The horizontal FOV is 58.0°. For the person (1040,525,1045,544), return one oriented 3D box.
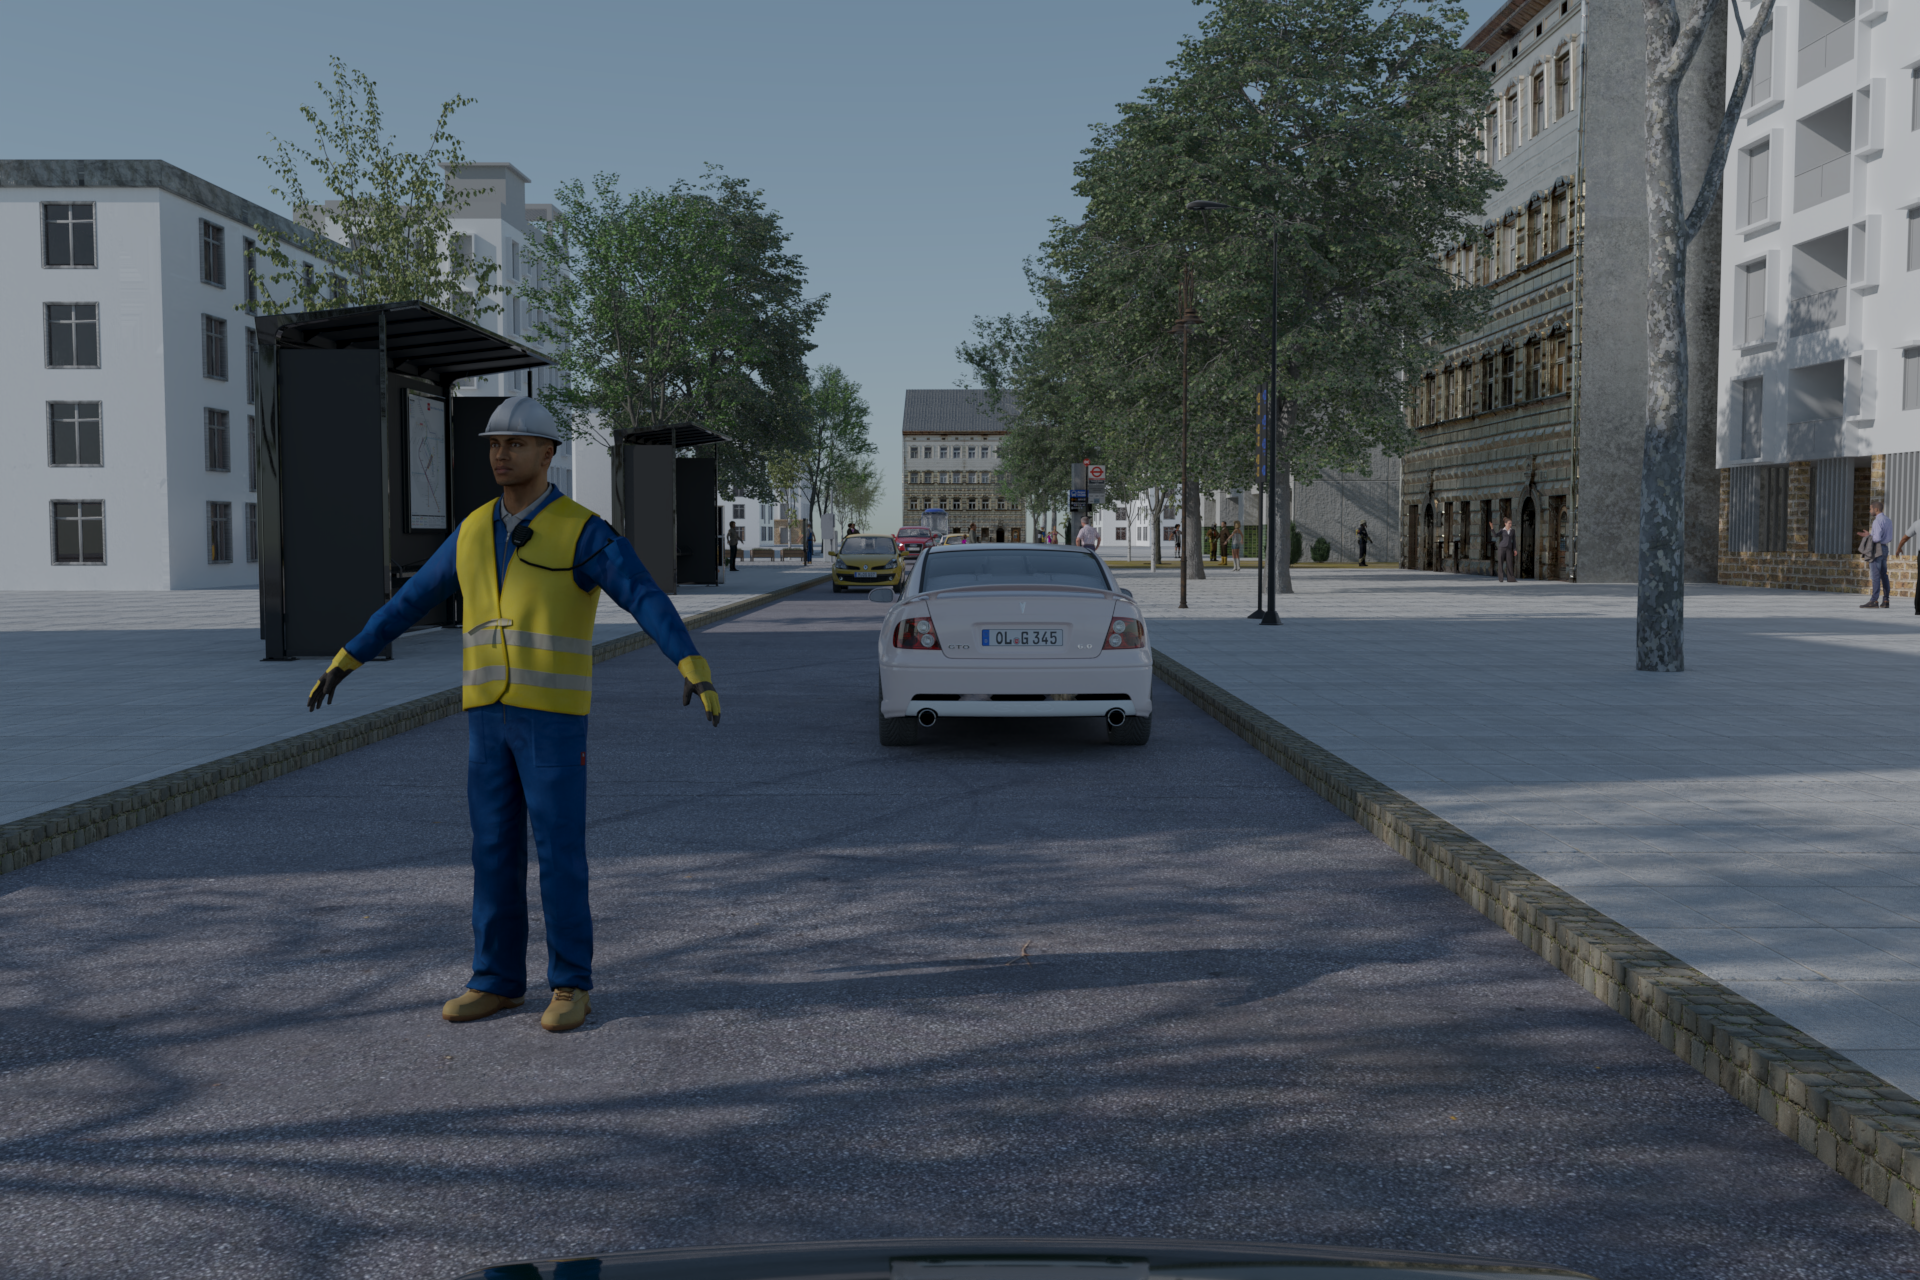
[{"bbox_3d":[4.271,-5.196,91.421,0.721,1.772,1.216,0,4,-7],"label":"person"}]

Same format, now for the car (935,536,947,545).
[{"bbox_3d":[-0.296,-4.826,91.271,2.083,1.381,4.827,0,4,-1],"label":"car"}]

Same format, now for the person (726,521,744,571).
[{"bbox_3d":[-7.769,-3.246,59.830,0.721,1.744,1.215,1,4,18],"label":"person"}]

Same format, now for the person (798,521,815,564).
[{"bbox_3d":[-6.542,-4.194,74.422,0.705,1.847,1.347,2,4,27],"label":"person"}]

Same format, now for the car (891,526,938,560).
[{"bbox_3d":[-2.177,-4.543,82.951,2.281,1.827,5.304,0,4,0],"label":"car"}]

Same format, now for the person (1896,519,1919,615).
[{"bbox_3d":[15.280,-1.314,27.275,0.704,1.855,1.343,-1,4,-22],"label":"person"}]

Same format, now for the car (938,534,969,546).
[{"bbox_3d":[0.038,-3.986,75.400,2.015,1.641,3.980,0,4,0],"label":"car"}]

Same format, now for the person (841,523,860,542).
[{"bbox_3d":[-5.165,-4.741,83.745,1.346,1.802,0.704,2,4,35],"label":"person"}]

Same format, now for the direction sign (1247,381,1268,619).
[{"bbox_3d":[4.555,-2.092,26.209,0.379,3.537,0.876,0,4,0],"label":"direction sign"}]

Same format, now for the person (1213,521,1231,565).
[{"bbox_3d":[10.819,-3.977,71.155,0.704,1.812,1.346,-1,4,-19],"label":"person"}]

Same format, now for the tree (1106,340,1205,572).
[{"bbox_3d":[6.605,-6.592,58.145,4.737,8.622,4.395,0,3,0],"label":"tree"}]

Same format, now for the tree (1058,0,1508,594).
[{"bbox_3d":[6.774,-7.978,37.100,9.857,13.997,8.962,0,3,0],"label":"tree"}]

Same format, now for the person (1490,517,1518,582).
[{"bbox_3d":[14.367,-2.381,45.775,0.742,1.727,0.445,-2,4,-28],"label":"person"}]

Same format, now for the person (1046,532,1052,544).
[{"bbox_3d":[5.349,-5.705,102.550,0.599,1.433,0.991,-2,4,-32],"label":"person"}]

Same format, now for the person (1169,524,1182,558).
[{"bbox_3d":[11.507,-5.212,91.366,1.345,1.843,0.704,-2,4,-33],"label":"person"}]

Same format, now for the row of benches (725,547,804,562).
[{"bbox_3d":[-9.156,-4.004,80.934,4.104,0.672,1.422,-1,4,-16],"label":"row of benches"}]

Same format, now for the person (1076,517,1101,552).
[{"bbox_3d":[3.164,-2.219,43.254,0.756,1.711,0.436,-2,4,-25],"label":"person"}]

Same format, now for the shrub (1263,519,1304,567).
[{"bbox_3d":[12.475,-3.812,66.743,1.690,2.028,1.600,0,3,0],"label":"shrub"}]

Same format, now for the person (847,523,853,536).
[{"bbox_3d":[-5.157,-4.628,81.846,0.705,1.806,1.347,-1,4,-15],"label":"person"}]

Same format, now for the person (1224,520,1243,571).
[{"bbox_3d":[9.443,-3.243,59.633,0.721,1.753,1.214,3,4,39],"label":"person"}]

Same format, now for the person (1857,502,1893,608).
[{"bbox_3d":[15.794,-1.474,30.018,0.709,1.838,0.599,-3,5,-39],"label":"person"}]

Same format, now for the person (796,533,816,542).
[{"bbox_3d":[-7.805,-5.036,88.466,1.347,1.817,0.704,3,4,39],"label":"person"}]

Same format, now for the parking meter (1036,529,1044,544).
[{"bbox_3d":[3.788,-4.523,82.362,0.372,1.533,0.369,0,3,0],"label":"parking meter"}]

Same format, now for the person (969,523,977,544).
[{"bbox_3d":[0.453,-2.955,57.048,0.705,1.796,1.348,0,4,-3],"label":"person"}]

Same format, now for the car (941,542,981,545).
[{"bbox_3d":[0.060,-4.460,84.922,2.014,1.417,4.499,0,4,-1],"label":"car"}]

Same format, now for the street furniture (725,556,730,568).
[{"bbox_3d":[-11.921,-3.351,70.411,5.734,0.657,10.072,0,4,-3],"label":"street furniture"}]

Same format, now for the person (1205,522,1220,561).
[{"bbox_3d":[11.938,-4.623,81.351,1.354,1.858,0.705,-3,4,-39],"label":"person"}]

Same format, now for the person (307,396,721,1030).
[{"bbox_3d":[-1.291,0.203,5.102,1.349,1.833,0.705,1,4,18],"label":"person"}]

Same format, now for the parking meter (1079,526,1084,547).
[{"bbox_3d":[3.914,-2.794,54.091,0.372,1.533,0.369,0,3,0],"label":"parking meter"}]

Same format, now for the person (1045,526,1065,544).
[{"bbox_3d":[5.109,-5.256,92.738,1.217,1.733,0.721,-1,4,-15],"label":"person"}]

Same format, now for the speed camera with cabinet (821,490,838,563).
[{"bbox_3d":[-5.898,-5.126,78.147,0.660,3.252,2.038,0,4,2],"label":"speed camera with cabinet"}]

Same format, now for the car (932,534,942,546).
[{"bbox_3d":[-2.018,-7.034,126.811,2.131,1.459,4.920,0,3,0],"label":"car"}]

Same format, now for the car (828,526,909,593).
[{"bbox_3d":[-2.270,-2.039,43.554,2.015,1.641,3.980,0,3,0],"label":"car"}]

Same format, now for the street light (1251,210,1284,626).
[{"bbox_3d":[4.937,-3.165,24.281,1.470,5.913,1.316,0,3,0],"label":"street light"}]

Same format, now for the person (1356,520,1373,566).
[{"bbox_3d":[16.006,-3.847,68.682,0.705,1.856,1.354,3,4,36],"label":"person"}]

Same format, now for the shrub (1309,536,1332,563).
[{"bbox_3d":[16.000,-4.021,76.861,1.383,1.207,1.383,0,3,0],"label":"shrub"}]

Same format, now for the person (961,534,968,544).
[{"bbox_3d":[0.268,-3.698,72.186,0.599,1.433,0.991,-2,4,-29],"label":"person"}]

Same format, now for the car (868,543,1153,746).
[{"bbox_3d":[0.335,-0.046,13.109,2.083,1.381,4.827,0,4,-1],"label":"car"}]

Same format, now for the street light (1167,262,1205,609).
[{"bbox_3d":[3.858,-3.483,29.731,0.468,5.910,1.993,0,4,0],"label":"street light"}]
